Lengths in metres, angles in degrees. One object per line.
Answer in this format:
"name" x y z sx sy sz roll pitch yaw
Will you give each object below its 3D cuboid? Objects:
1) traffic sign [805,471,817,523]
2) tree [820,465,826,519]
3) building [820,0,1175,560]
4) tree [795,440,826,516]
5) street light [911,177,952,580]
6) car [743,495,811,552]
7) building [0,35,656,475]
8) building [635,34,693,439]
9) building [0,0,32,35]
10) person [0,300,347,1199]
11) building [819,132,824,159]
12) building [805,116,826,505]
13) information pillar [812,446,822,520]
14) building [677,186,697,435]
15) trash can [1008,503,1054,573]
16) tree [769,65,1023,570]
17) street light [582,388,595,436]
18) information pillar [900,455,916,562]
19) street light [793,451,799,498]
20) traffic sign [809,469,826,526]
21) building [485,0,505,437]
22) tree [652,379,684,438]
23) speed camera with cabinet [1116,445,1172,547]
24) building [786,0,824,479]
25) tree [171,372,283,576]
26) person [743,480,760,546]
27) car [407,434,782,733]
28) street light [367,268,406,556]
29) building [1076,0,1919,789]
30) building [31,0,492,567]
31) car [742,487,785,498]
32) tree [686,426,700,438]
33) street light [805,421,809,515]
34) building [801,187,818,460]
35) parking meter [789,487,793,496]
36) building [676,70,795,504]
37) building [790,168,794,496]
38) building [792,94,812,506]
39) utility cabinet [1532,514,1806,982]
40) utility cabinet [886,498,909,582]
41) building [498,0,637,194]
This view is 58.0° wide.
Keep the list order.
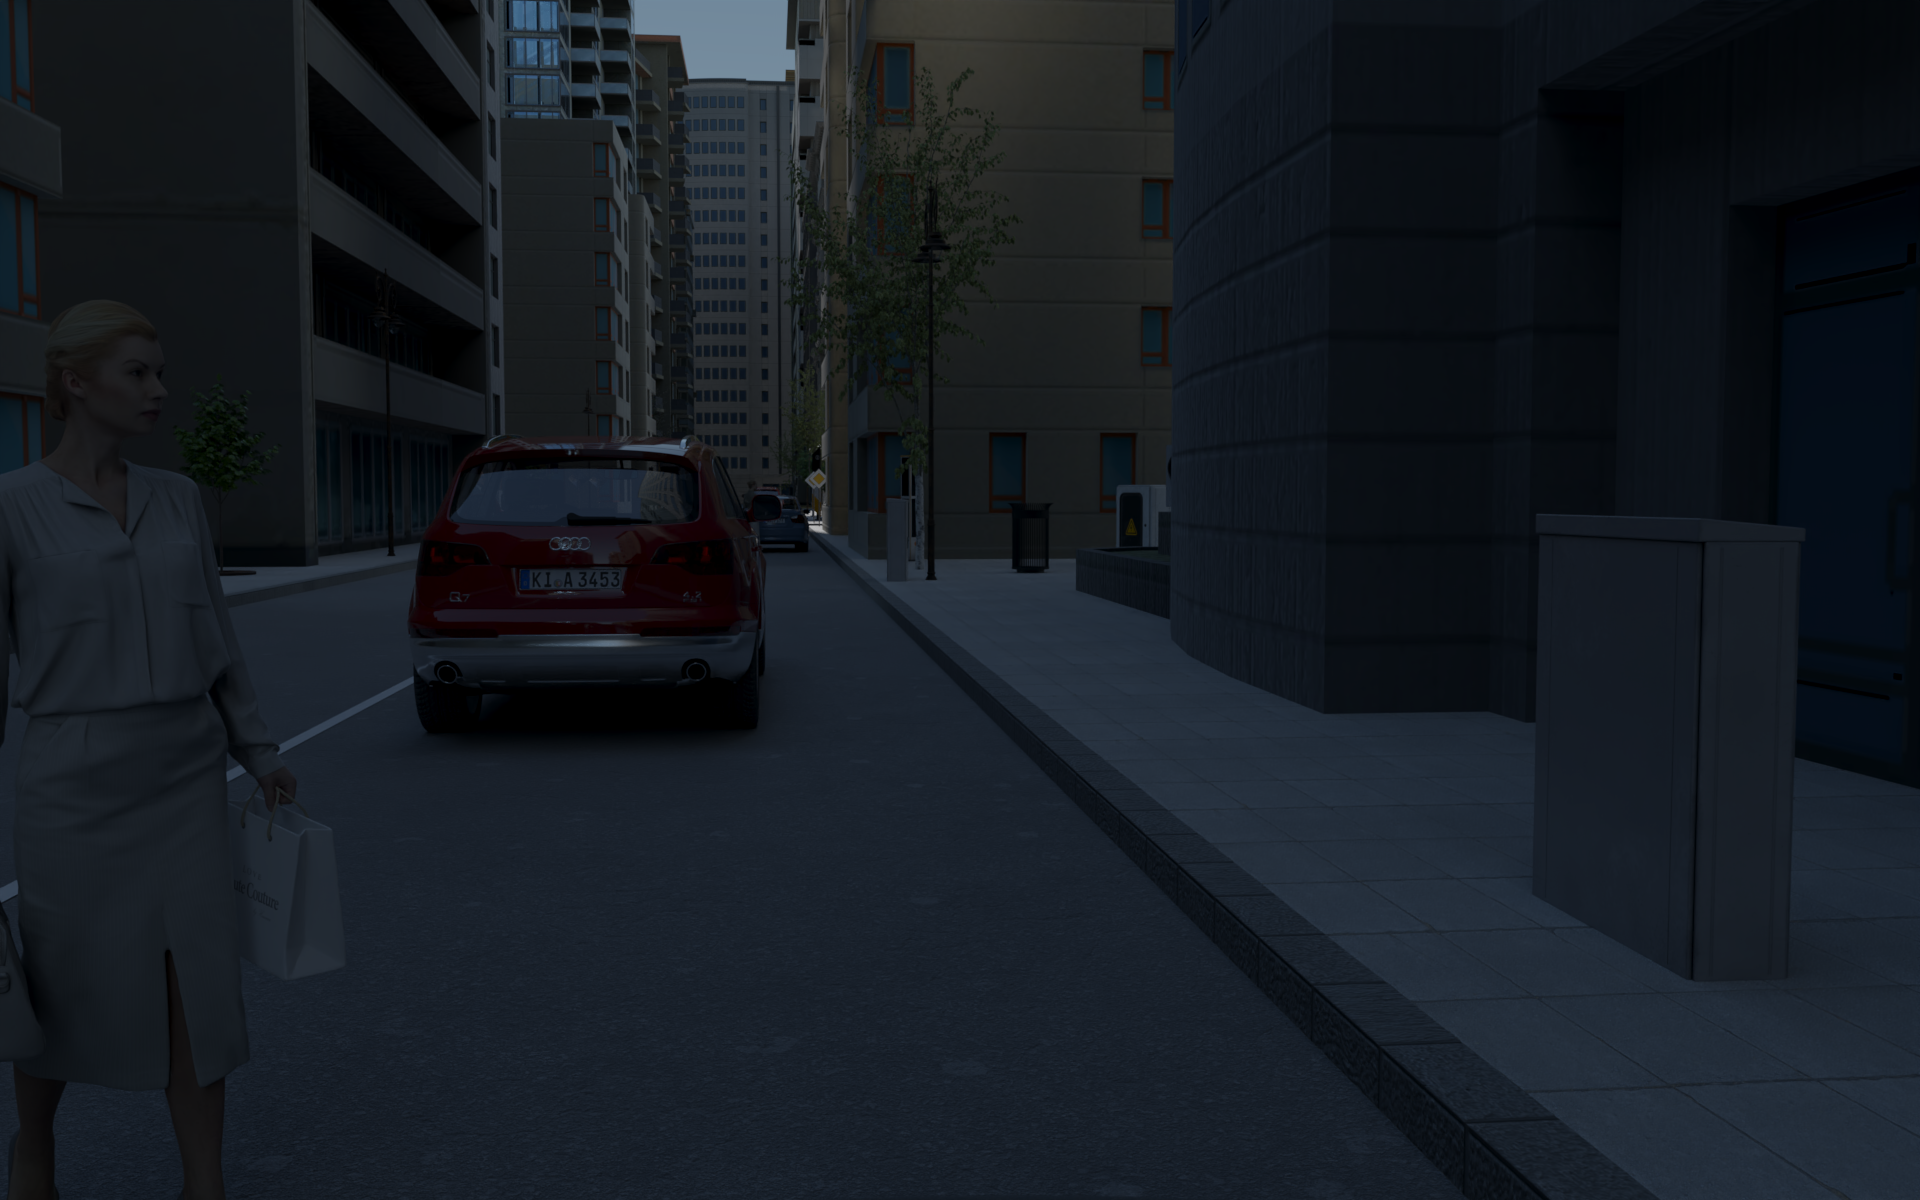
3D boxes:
"traffic sign" -6.453 -4.453 76.445 0.795 2.450 0.064 0 4 -6
"tree" -6.724 -5.833 89.967 1.663 3.219 1.824 0 3 0
"building" 10.354 -12.479 49.070 27.650 21.520 28.899 0 4 -6
"tree" -7.961 -7.178 101.067 4.285 4.588 4.351 0 3 0
"street light" -0.429 -3.234 25.664 0.468 5.910 1.993 0 4 -6
"car" -4.777 -1.957 44.004 2.014 1.417 4.499 0 4 -8
"building" -31.350 -15.178 93.207 27.650 21.520 28.899 0 4 -6
"building" -36.686 -31.071 162.633 22.147 44.769 28.867 0 4 -6
"building" -23.487 -9.825 5.674 27.650 21.520 28.899 0 4 -6
"person" -1.562 0.343 3.240 0.694 1.780 0.624 -3 4 -38
"building" 4.094 -15.081 82.728 21.152 22.565 11.583 0 4 -6
"building" -3.052 -20.122 116.388 14.401 28.519 23.554 0 4 -6
"information pillar" -7.006 -5.712 84.746 0.504 3.616 0.183 2 4 29
"building" -44.003 -31.583 208.271 23.993 40.220 32.217 0 4 -6
"trash can" 1.148 -1.013 28.213 0.748 1.137 0.748 0 3 0
"tree" -0.908 -4.817 29.112 4.737 8.622 4.395 0 3 0
"street light" -16.182 -6.286 75.564 0.468 5.910 1.993 0 4 -6
"information pillar" -0.924 -1.745 33.028 0.304 2.012 0.304 -3 5 -39
"street light" -14.230 -10.864 150.411 0.468 5.910 1.993 0 4 -6
"traffic sign" -5.574 -3.967 68.508 0.795 2.450 0.064 0 4 -6
"building" -23.605 -17.635 60.028 14.107 30.474 14.160 0 4 -6
"tree" -20.325 -9.873 111.780 4.360 8.622 3.978 0 3 0
"speed camera with cabinet" 3.653 -2.247 31.071 0.660 3.252 2.038 -2 4 -34
"building" -3.209 -36.023 178.217 28.713 52.752 27.495 0 4 -6
"tree" -11.622 -2.012 27.506 1.663 3.219 1.824 0 3 0
"person" -4.842 -1.934 40.668 0.362 1.759 0.519 -3 5 -41
"car" -2.383 -0.204 12.016 2.281 1.827 5.304 0 4 -6
"street light" -11.753 -3.843 35.614 0.468 5.910 1.993 0 4 -6
"building" 12.328 -28.713 11.449 21.231 58.520 28.212 0 4 -6
"building" -23.255 -25.355 38.264 21.300 48.544 21.600 0 4 -6
"car" -10.258 -5.007 90.538 2.281 1.827 5.304 0 4 -8
"tree" -29.398 -14.338 184.791 4.360 8.622 3.978 0 3 0
"street light" -9.489 -8.247 107.623 0.468 5.910 1.993 0 4 -6
"building" -5.404 -21.194 140.036 14.314 27.812 24.014 0 4 -6
"parking meter" -14.251 -8.595 146.235 0.255 1.863 0.399 -1 4 -12
"building" -31.468 -42.875 243.007 28.212 58.520 21.231 0 4 -6
"building" -14.442 -32.813 220.090 14.154 41.232 14.086 0 4 -6
"building" -8.718 -35.404 202.552 21.300 48.544 21.600 0 4 -6
"utility cabinet" 2.022 0.375 5.037 0.306 1.237 1.020 0 4 -5
"utility cabinet" -0.921 -0.897 25.834 0.306 1.237 1.020 0 4 0
"building" -34.521 -49.927 128.983 22.319 86.520 31.000 0 4 -6
